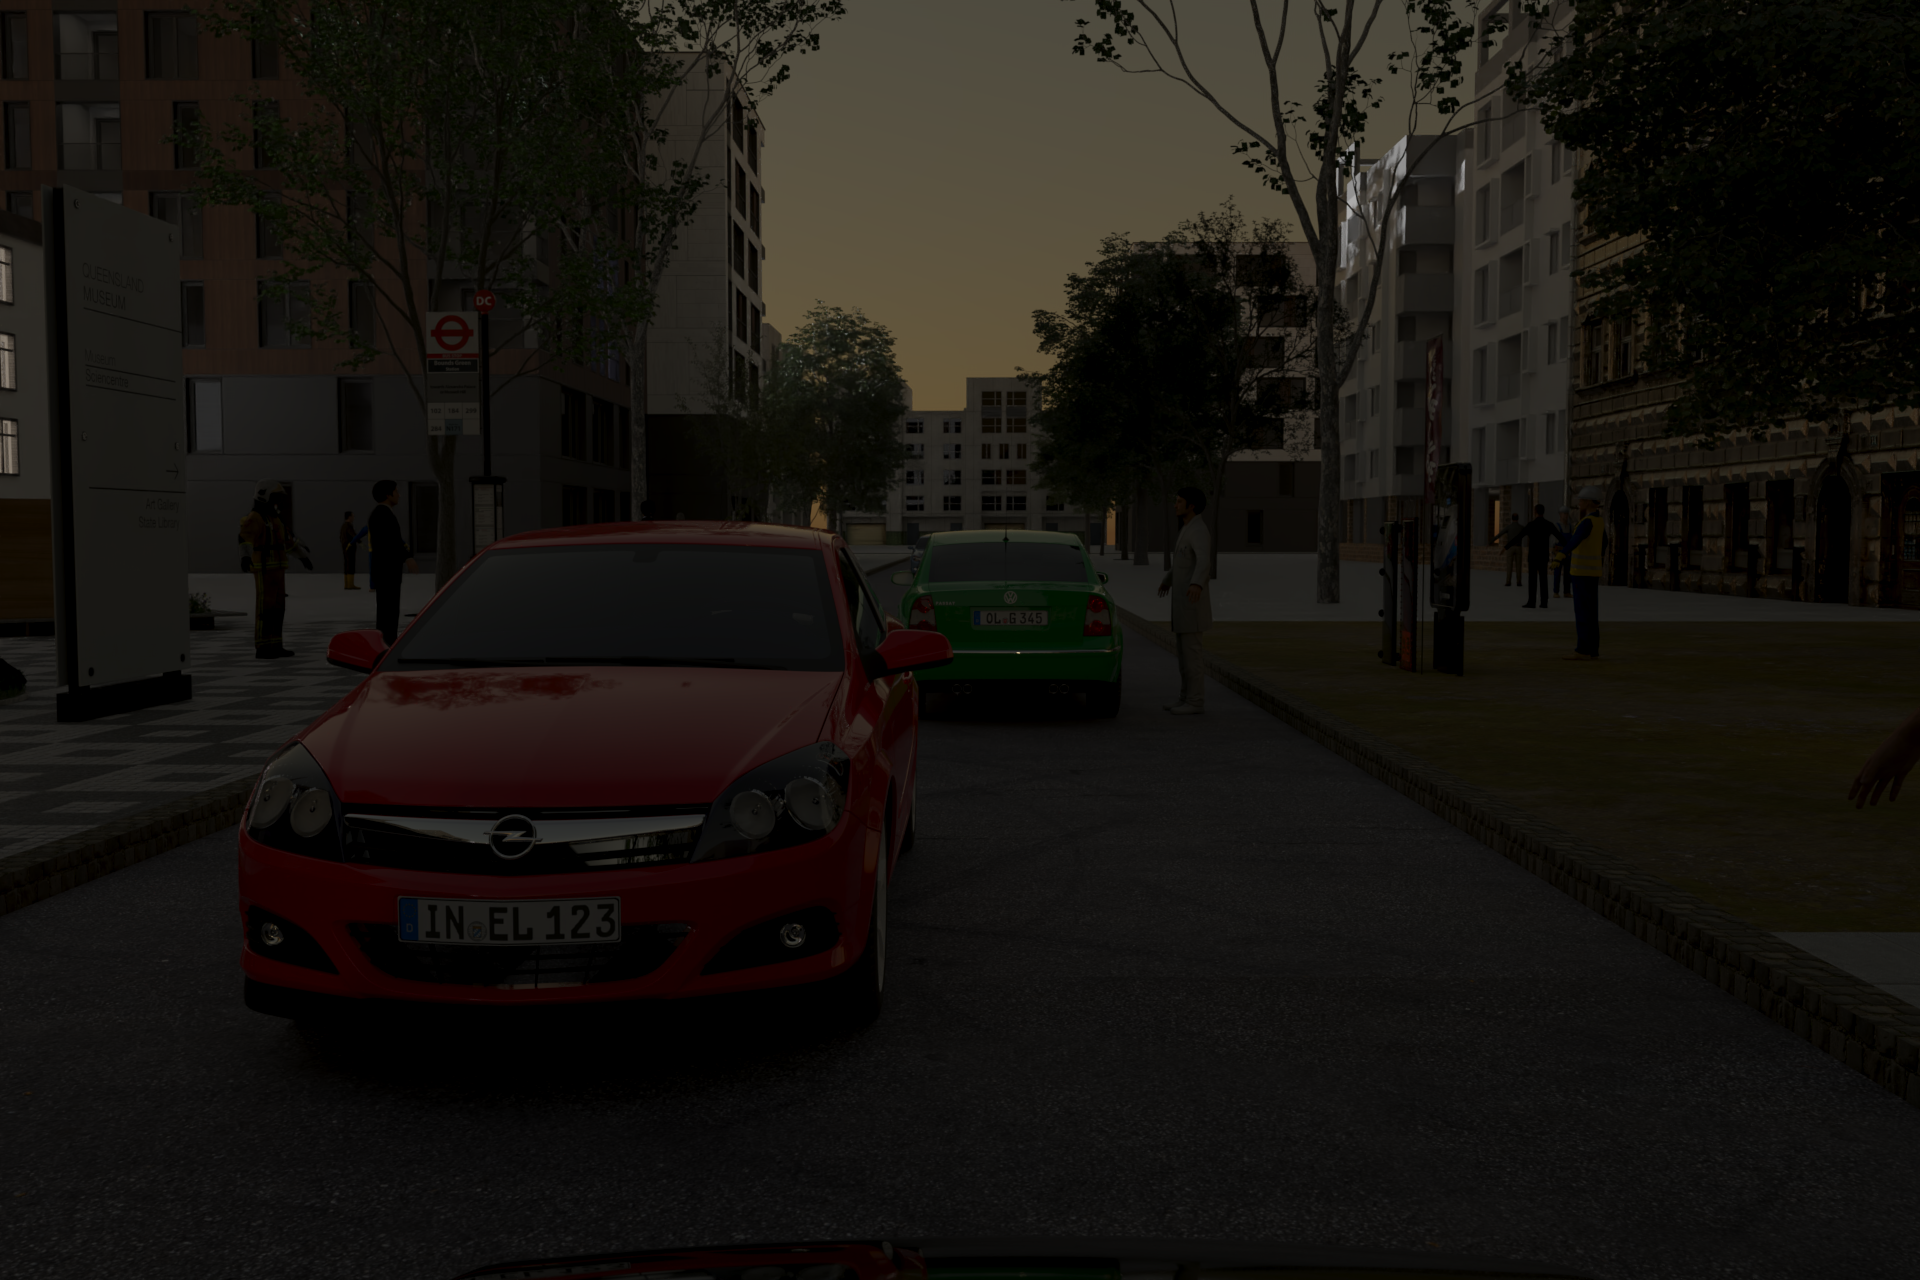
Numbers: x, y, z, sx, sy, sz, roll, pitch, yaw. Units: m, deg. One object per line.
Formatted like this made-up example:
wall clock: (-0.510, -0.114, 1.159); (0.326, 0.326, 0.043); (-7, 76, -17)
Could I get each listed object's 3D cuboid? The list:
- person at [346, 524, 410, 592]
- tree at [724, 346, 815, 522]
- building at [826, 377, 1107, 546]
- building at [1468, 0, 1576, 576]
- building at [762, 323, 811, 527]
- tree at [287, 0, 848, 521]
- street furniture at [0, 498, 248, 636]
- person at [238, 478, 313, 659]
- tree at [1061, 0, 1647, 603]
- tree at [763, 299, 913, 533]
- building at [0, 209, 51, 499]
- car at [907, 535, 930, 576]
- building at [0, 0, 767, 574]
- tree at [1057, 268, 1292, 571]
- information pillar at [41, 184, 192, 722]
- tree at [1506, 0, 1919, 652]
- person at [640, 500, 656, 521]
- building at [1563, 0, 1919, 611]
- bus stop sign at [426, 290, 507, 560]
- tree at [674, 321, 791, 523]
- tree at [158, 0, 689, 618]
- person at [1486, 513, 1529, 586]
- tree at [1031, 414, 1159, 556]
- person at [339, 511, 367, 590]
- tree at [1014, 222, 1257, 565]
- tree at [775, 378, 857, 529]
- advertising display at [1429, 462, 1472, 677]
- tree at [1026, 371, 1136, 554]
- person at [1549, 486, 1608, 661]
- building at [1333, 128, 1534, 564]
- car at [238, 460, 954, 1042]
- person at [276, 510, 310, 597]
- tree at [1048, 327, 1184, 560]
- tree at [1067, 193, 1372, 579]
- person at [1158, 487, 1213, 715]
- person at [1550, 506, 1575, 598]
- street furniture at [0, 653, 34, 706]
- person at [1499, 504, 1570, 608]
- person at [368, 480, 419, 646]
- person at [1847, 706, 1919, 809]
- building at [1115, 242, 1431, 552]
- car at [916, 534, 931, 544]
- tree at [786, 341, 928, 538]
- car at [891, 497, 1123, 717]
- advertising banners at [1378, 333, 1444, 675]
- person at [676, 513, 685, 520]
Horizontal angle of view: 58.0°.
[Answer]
person: (-12.871, -1.977, 38.299); (1.349, 1.833, 0.705); (-1, 4, -16)
tree: (-7.811, -7.237, 68.692); (4.737, 8.622, 4.395); (0, 3, 0)
building: (1.120, -20.389, 202.268); (31.486, 18.905, 16.747); (0, 4, 3)
building: (23.488, -12.497, 60.744); (16.016, 20.090, 11.380); (0, 4, 1)
building: (-23.988, -18.027, 161.205); (16.747, 18.905, 31.486); (0, 4, 1)
tree: (-9.444, -11.460, 43.263); (12.611, 20.169, 13.585); (0, 3, 0)
street furniture: (-13.807, -1.070, 24.346); (9.812, 1.723, 11.010); (-3, 5, -42)
person: (-7.111, -0.742, 17.897); (0.705, 1.858, 1.354); (0, 4, 6)
tree: (5.856, -10.678, 30.468); (12.611, 20.169, 13.585); (0, 3, 0)
tree: (-7.010, -11.562, 95.690); (9.857, 13.997, 8.962); (0, 3, 0)
building: (-25.506, -5.597, 33.651); (9.099, 9.664, 28.070); (0, 3, 0)
car: (-0.735, -2.809, 57.930); (2.014, 1.417, 4.499); (0, 4, 0)
building: (-23.890, -13.927, 71.687); (27.936, 21.610, 32.646); (0, 4, 1)
tree: (7.292, -7.678, 59.952); (8.767, 10.594, 7.601); (1, 4, 14)
information pillar: (-6.060, -1.297, 12.520); (0.184, 3.620, 1.656); (0, 4, 1)
tree: (10.576, -6.818, 18.126); (9.857, 13.997, 8.962); (0, 3, 0)
person: (-4.260, -1.029, 23.547); (1.216, 1.740, 0.721); (-1, 4, -19)
building: (25.104, -12.539, 35.935); (19.493, 23.208, 18.063); (0, 4, 1)
bus stop sign: (-5.409, -1.854, 19.021); (0.855, 3.939, 0.416); (0, 4, 2)
tree: (-7.767, -6.700, 59.901); (4.360, 8.622, 3.978); (0, 3, 0)
tree: (-7.952, -6.158, 26.439); (9.928, 11.665, 9.643); (0, 3, 0)
person: (13.606, -2.216, 42.502); (1.348, 1.796, 0.705); (1, 4, 14)
tree: (8.321, -10.201, 101.202); (8.767, 10.594, 7.601); (0, 4, 0)
person: (-14.061, -2.070, 39.983); (0.704, 1.812, 1.346); (-3, 5, -40)
tree: (7.345, -10.041, 70.829); (9.857, 13.997, 8.962); (0, 3, 0)
tree: (-7.245, -8.067, 82.255); (4.360, 8.622, 3.978); (0, 3, 0)
advertising display: (4.519, -0.659, 15.982); (0.123, 1.923, 0.974); (0, 4, 1)
tree: (8.014, -11.726, 109.853); (7.486, 12.596, 7.792); (0, 3, 0)
person: (6.334, -0.688, 17.718); (0.721, 1.772, 1.216); (3, 5, 41)
building: (23.618, -13.976, 84.922); (16.016, 20.090, 11.380); (0, 4, 0)
car: (-1.095, 0.159, 6.435); (2.155, 1.783, 4.494); (0, 4, 0)
person: (-13.938, -1.803, 35.255); (1.354, 1.856, 0.705); (0, 4, 1)
tree: (8.030, -9.722, 84.712); (9.928, 11.665, 9.643); (0, 3, 0)
tree: (7.071, -6.980, 48.530); (8.767, 10.594, 7.601); (1, 4, 10)
person: (1.817, -0.322, 13.902); (0.705, 1.806, 1.347); (0, 4, -4)
person: (12.135, -1.770, 34.804); (1.347, 1.847, 0.705); (-1, 4, -10)
street furniture: (-10.443, 0.268, 11.247); (5.734, 0.657, 10.072); (1, 4, 14)
person: (10.012, -1.456, 30.028); (1.346, 1.802, 0.704); (-1, 4, -13)
person: (-5.542, -0.652, 16.853); (0.705, 1.806, 1.347); (-2, 4, -31)
person: (1.817, 0.359, 2.710); (0.704, 1.817, 1.347); (0, 4, 2)
building: (26.100, -17.964, 137.679); (27.936, 21.610, 32.646); (0, 4, 0)
car: (-1.199, -4.796, 88.635); (2.015, 1.641, 3.980); (0, 4, 1)
tree: (-7.673, -12.219, 110.149); (12.009, 13.543, 11.850); (0, 3, 0)
car: (0.361, -0.376, 14.942); (1.959, 1.807, 4.718); (0, 4, 0)
advertising banners: (4.213, -1.225, 16.220); (0.090, 3.025, 2.074); (0, 4, 1)
person: (-7.016, -2.283, 43.462); (1.348, 1.813, 0.705); (-1, 4, -20)
